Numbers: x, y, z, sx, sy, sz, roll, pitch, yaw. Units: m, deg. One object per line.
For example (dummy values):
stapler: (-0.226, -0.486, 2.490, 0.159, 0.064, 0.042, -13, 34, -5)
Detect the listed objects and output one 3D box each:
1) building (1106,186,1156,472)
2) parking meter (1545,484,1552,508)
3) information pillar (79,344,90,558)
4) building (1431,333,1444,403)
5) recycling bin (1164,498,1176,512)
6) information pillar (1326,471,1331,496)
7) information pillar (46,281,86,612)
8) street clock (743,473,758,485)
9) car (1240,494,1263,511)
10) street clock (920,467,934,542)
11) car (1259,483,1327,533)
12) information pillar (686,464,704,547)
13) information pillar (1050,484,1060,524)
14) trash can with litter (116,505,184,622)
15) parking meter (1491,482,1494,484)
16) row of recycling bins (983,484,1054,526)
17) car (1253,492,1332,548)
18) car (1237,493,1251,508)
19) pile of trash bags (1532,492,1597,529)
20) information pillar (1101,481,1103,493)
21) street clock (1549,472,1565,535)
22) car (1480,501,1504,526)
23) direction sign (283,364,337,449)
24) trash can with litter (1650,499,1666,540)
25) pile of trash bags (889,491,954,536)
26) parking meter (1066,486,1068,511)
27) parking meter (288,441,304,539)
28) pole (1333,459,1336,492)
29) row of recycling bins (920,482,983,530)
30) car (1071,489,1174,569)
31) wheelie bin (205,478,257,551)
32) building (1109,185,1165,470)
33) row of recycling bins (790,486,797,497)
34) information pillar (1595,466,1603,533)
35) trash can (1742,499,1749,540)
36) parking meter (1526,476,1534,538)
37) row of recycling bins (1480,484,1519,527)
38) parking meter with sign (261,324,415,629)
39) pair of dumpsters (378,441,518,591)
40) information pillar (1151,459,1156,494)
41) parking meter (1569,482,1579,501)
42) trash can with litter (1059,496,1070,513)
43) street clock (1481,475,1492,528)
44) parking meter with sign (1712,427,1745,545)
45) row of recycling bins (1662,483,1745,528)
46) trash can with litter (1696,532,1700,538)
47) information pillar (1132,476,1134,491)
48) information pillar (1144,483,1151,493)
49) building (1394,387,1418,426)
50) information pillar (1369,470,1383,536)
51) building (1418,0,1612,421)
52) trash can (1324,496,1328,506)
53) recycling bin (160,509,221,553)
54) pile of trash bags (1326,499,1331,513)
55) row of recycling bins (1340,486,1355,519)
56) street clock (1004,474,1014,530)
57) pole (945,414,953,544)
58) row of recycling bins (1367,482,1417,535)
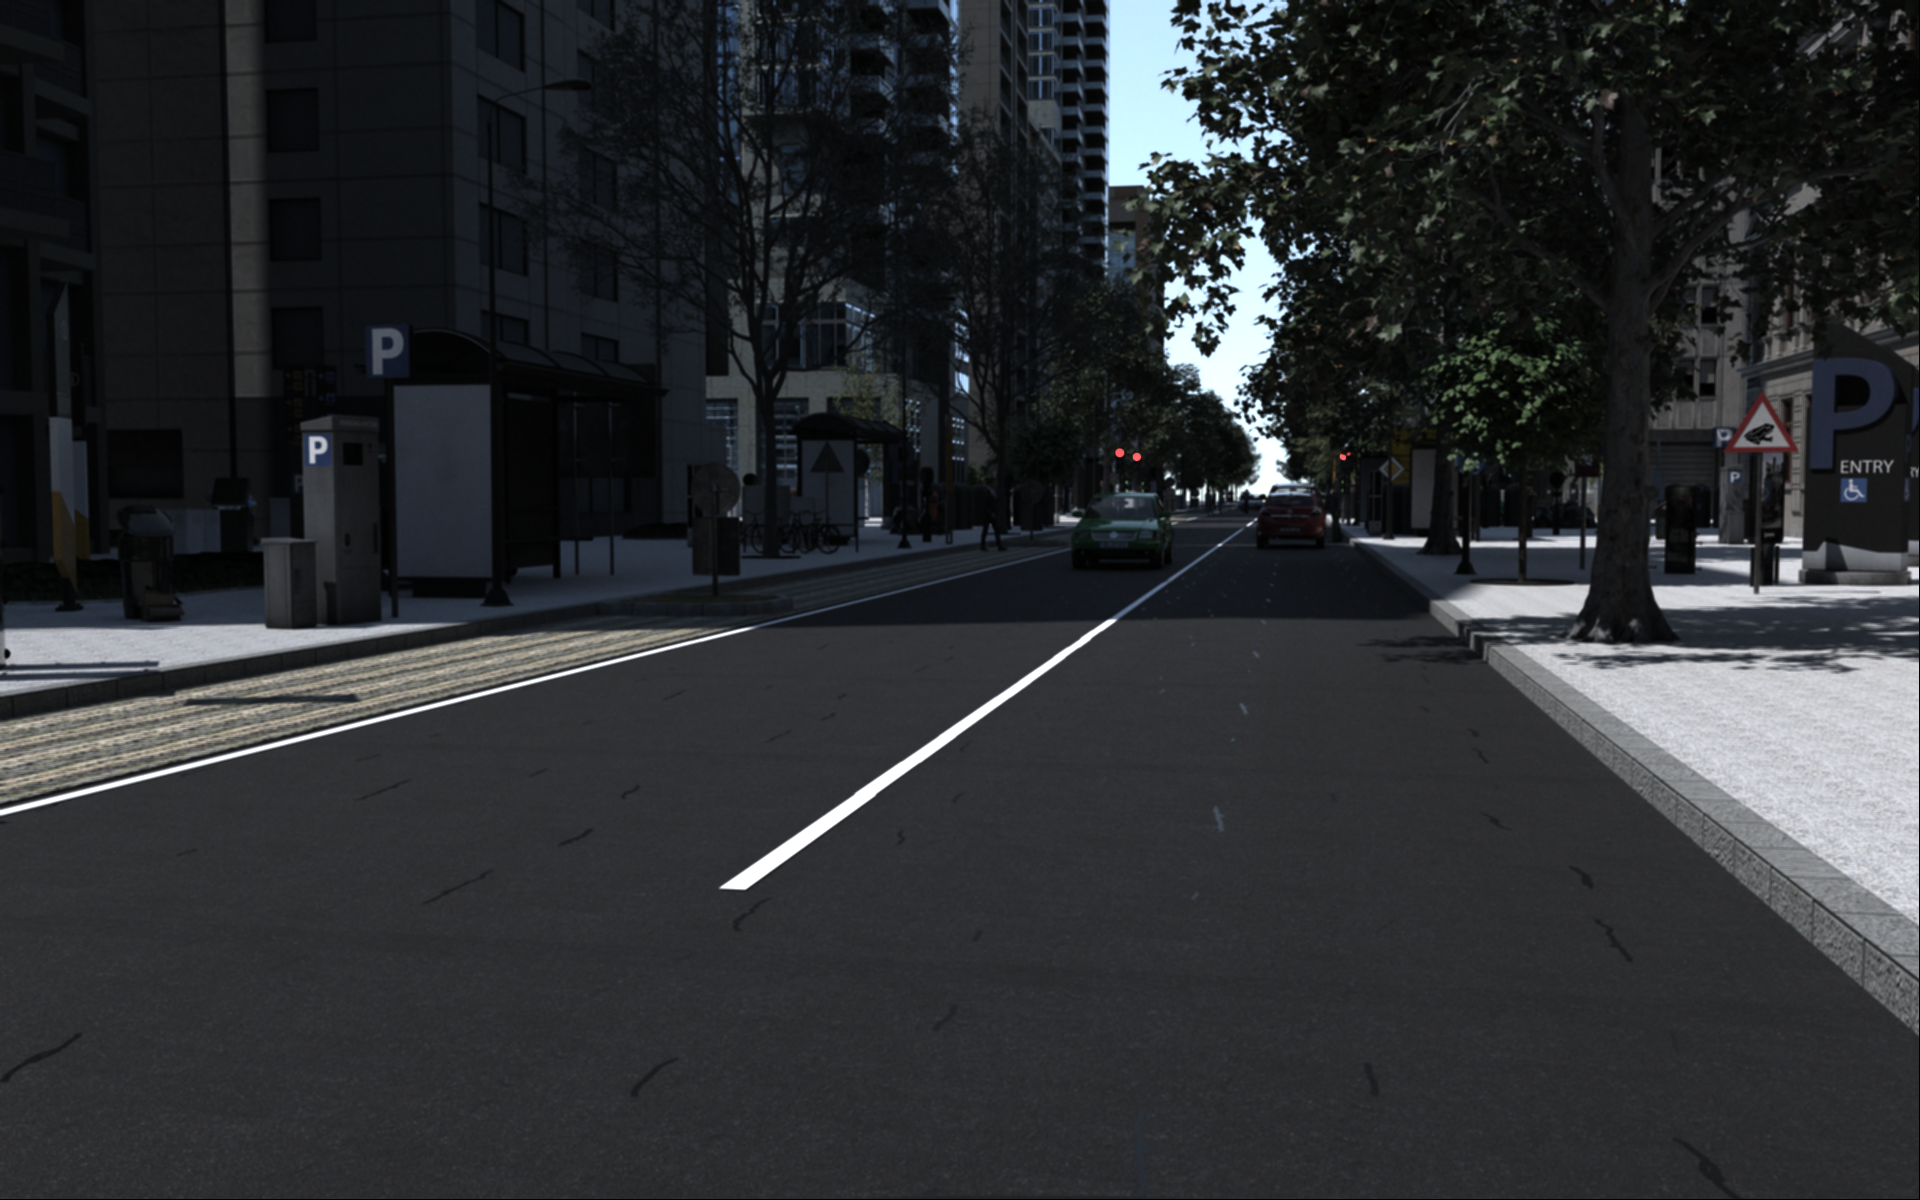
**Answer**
building: (21.495, -37.084, 256.427, 14.600, 45.320, 14.200, 1, 4, 11)
parking meter: (33.989, -5.770, 100.052, 0.399, 1.863, 0.255, 1, 4, 14)
information pillar: (-13.893, -2.185, 27.082, 0.504, 3.616, 0.183, 0, 4, -2)
building: (55.843, -32.187, 176.363, 14.600, 45.320, 14.200, 1, 4, 11)
recycling bin: (15.307, -6.985, 126.762, 0.722, 1.027, 0.722, 3, 5, 41)
information pillar: (31.277, -9.522, 147.042, 0.183, 3.616, 0.504, -3, 5, -40)
information pillar: (-9.791, -1.684, 18.880, 0.183, 3.616, 0.504, -1, 4, -10)
street clock: (-7.370, -3.444, 60.881, 0.471, 2.002, 0.358, -2, 4, -29)
car: (24.635, -8.199, 146.061, 2.014, 1.417, 4.499, 1, 4, 10)
street clock: (-0.883, -2.557, 46.382, 0.358, 2.002, 0.471, -1, 4, -21)
car: (11.380, -3.084, 59.101, 2.281, 1.827, 5.304, 1, 4, 9)
information pillar: (-6.422, -2.296, 42.039, 0.304, 2.012, 0.304, -3, 5, -39)
information pillar: (4.012, -4.205, 73.252, 0.304, 2.012, 0.304, 2, 4, 29)
trash can with litter: (-8.224, -0.390, 17.765, 0.624, 1.170, 1.055, -3, 5, -41)
parking meter: (23.145, -4.287, 75.796, 0.399, 1.863, 0.255, -2, 4, -32)
row of recycling bins: (2.099, -3.844, 69.970, 3.534, 1.692, 1.069, -1, 4, -14)
car: (9.065, -2.340, 47.295, 2.155, 1.783, 4.494, 1, 4, 12)
car: (28.930, -10.085, 174.474, 1.945, 1.707, 3.694, 1, 4, 13)
pile of trash bags: (22.140, -3.358, 64.650, 3.447, 1.369, 1.912, -3, 4, -36)
information pillar: (8.091, -5.694, 97.585, 0.304, 2.012, 0.304, 0, 4, -7)
street clock: (18.785, -3.055, 54.522, 0.471, 2.002, 0.358, 1, 4, 15)
car: (21.440, -4.002, 74.234, 4.718, 1.807, 1.959, 1, 4, 9)
direction sign: (-11.370, -2.348, 30.390, 0.876, 3.537, 0.379, -2, 4, -28)
trash can with litter: (19.568, -2.284, 48.734, 1.055, 1.170, 0.624, 1, 4, 23)
pile of trash bags: (-1.112, -2.753, 54.761, 1.912, 1.369, 3.447, -1, 4, -10)
parking meter: (7.717, -7.406, 126.794, 0.399, 1.863, 0.255, 2, 4, 26)
parking meter: (-7.216, -0.828, 19.243, 0.399, 1.863, 0.255, 2, 4, 27)
pole: (21.481, -6.456, 99.406, 0.158, 3.312, 0.155, 0, 3, 0)
row of recycling bins: (-0.427, -3.367, 62.156, 1.069, 1.692, 3.534, 1, 4, 22)
car: (3.293, -1.584, 34.689, 1.959, 1.807, 4.718, 1, 4, 10)
wheelie bin: (-13.958, -1.549, 33.236, 0.980, 1.594, 0.693, 0, 4, -8)
building: (21.003, -39.852, 275.280, 21.300, 48.544, 21.600, 1, 4, 11)
row of recycling bins: (-8.677, -4.892, 87.093, 3.534, 1.692, 1.069, -2, 4, -26)
information pillar: (21.138, -4.009, 56.905, 0.504, 3.616, 0.183, -2, 4, -34)
trash can: (22.324, -2.286, 49.033, 0.748, 1.137, 0.748, 0, 3, 0)
parking meter: (16.605, -2.757, 50.796, 0.255, 1.863, 0.399, -1, 4, -13)
row of recycling bins: (20.559, -3.757, 68.545, 3.534, 1.692, 1.069, 1, 4, 18)
parking meter with sign: (-6.159, -1.278, 17.163, 0.543, 3.016, 1.738, 1, 4, 20)
pair of dumpsters: (-7.750, -1.370, 24.888, 1.574, 2.255, 4.437, 1, 4, 11)
information pillar: (12.370, -7.314, 110.936, 0.183, 3.616, 0.504, -2, 4, -31)
parking meter: (30.272, -4.875, 85.410, 0.399, 1.863, 0.255, 2, 4, 27)
trash can with litter: (7.174, -6.713, 120.817, 1.678, 1.210, 2.233, -2, 4, -33)
street clock: (19.791, -3.707, 65.181, 0.358, 2.002, 0.471, 3, 5, 42)
parking meter with sign: (19.779, -2.948, 44.453, 0.543, 3.016, 1.738, 1, 4, 10)
row of recycling bins: (28.620, -3.602, 66.001, 3.534, 1.692, 1.069, 2, 4, 33)
trash can with litter: (21.104, -2.408, 50.750, 1.055, 1.170, 0.624, -1, 4, -20)
information pillar: (11.502, -7.578, 115.248, 0.183, 3.616, 0.504, 1, 4, 11)
information pillar: (11.913, -6.460, 110.115, 0.304, 2.012, 0.304, 3, 5, 41)
building: (72.688, -35.592, 265.531, 14.154, 41.232, 14.086, 1, 4, 11)
information pillar: (12.769, -2.980, 53.208, 0.304, 2.012, 0.304, -1, 4, -11)
building: (63.170, -40.038, 196.624, 21.231, 58.520, 28.212, 1, 4, 11)
trash can: (29.223, -7.696, 137.477, 0.748, 1.137, 0.748, 0, 3, 0)
recycling bin: (-12.752, -0.984, 28.635, 0.722, 1.027, 0.722, 1, 4, 22)
pile of trash bags: (26.852, -6.692, 119.160, 1.912, 1.369, 3.447, -3, 5, -44)
row of recycling bins: (20.912, -5.085, 90.257, 1.069, 1.692, 3.534, -2, 4, -27)
street clock: (1.720, -3.515, 62.034, 0.358, 2.002, 0.471, 3, 4, 39)
pole: (-0.281, -3.091, 44.381, 0.158, 3.312, 0.155, 0, 3, 0)
row of recycling bins: (14.031, -2.966, 55.605, 1.069, 1.692, 3.534, -1, 4, -10)
